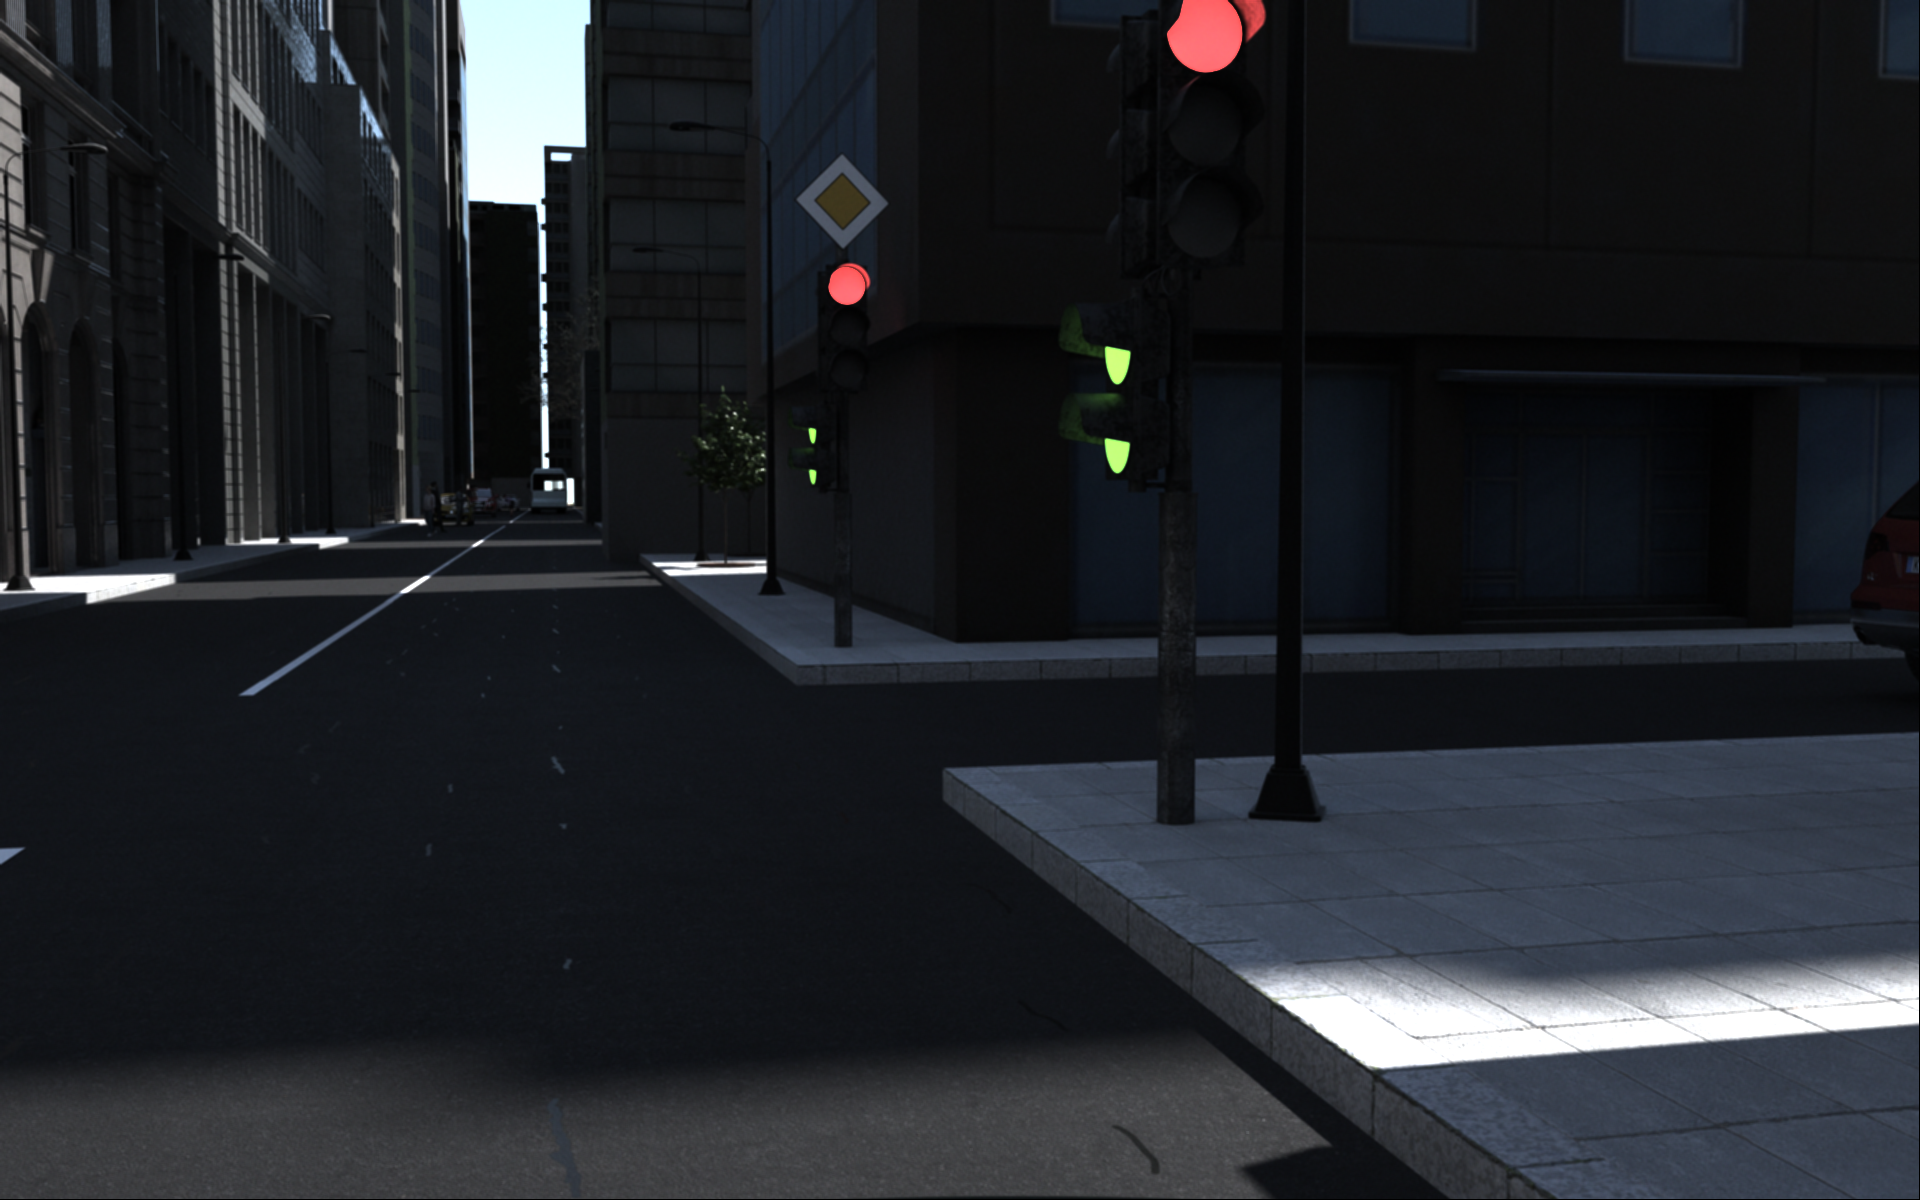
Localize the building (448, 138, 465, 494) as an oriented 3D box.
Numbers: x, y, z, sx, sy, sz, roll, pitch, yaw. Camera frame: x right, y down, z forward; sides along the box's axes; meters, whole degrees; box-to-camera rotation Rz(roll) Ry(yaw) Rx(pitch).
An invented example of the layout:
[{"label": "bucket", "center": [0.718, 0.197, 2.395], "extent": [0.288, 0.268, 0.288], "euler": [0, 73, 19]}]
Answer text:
[{"label": "building", "center": [-46.000, -22.109, 133.183], "extent": [14.160, 30.474, 14.107], "euler": [-1, 4, -13]}]

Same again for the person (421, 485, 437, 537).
[{"label": "person", "center": [-17.892, -3.014, 58.452], "extent": [0.731, 1.740, 0.598], "euler": [2, 4, 24]}]

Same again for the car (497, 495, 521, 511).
[{"label": "car", "center": [-38.715, -8.326, 148.486], "extent": [2.083, 1.381, 4.827], "euler": [-1, 4, -13]}]

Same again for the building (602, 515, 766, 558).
[{"label": "building", "center": [-2.176, -22.026, 43.724], "extent": [14.154, 41.232, 14.086], "euler": [-1, 4, -13]}]

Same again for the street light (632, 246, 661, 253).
[{"label": "street light", "center": [-5.446, -3.680, 32.712], "extent": [1.470, 5.913, 1.316], "euler": [-1, 4, -13]}]

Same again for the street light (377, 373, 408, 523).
[{"label": "street light", "center": [-22.033, -5.727, 66.185], "extent": [1.470, 5.913, 1.316], "euler": [-1, 4, -13]}]

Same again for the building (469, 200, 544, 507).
[{"label": "building", "center": [-49.002, -24.548, 173.064], "extent": [14.107, 30.474, 14.160], "euler": [-1, 4, -13]}]

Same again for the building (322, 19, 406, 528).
[{"label": "building", "center": [-29.259, -13.269, 71.693], "extent": [10.420, 20.320, 16.860], "euler": [-1, 4, -13]}]

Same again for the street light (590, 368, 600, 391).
[{"label": "street light", "center": [-12.820, -5.610, 64.269], "extent": [1.470, 5.913, 1.316], "euler": [-1, 4, -13]}]

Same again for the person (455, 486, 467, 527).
[{"label": "person", "center": [-22.066, -4.155, 76.621], "extent": [0.466, 1.800, 0.511], "euler": [0, 4, -1]}]

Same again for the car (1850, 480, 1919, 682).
[{"label": "car", "center": [8.817, -0.196, 11.871], "extent": [5.304, 1.827, 2.281], "euler": [-1, 4, -14]}]

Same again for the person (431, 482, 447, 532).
[{"label": "person", "center": [-19.655, -3.498, 65.058], "extent": [0.648, 1.900, 0.474], "euler": [2, 4, 25]}]

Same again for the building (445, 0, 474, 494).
[{"label": "building", "center": [-50.091, -30.563, 149.819], "extent": [14.200, 45.320, 14.600], "euler": [-1, 4, -13]}]

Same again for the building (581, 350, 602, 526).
[{"label": "building", "center": [-4.809, -46.506, 73.037], "extent": [22.319, 86.520, 31.000], "euler": [-1, 4, -13]}]

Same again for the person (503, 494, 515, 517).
[{"label": "person", "center": [-27.696, -5.788, 106.371], "extent": [0.697, 1.427, 0.421], "euler": [-1, 4, -12]}]

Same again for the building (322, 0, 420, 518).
[{"label": "building", "center": [-36.333, -24.866, 90.160], "extent": [14.154, 41.232, 14.086], "euler": [-1, 4, -13]}]

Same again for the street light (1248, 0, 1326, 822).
[{"label": "street light", "center": [0.783, -2.085, 6.639], "extent": [1.470, 5.913, 1.316], "euler": [-1, 4, -13]}]

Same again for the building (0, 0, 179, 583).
[{"label": "building", "center": [-19.192, -11.034, 22.202], "extent": [13.314, 21.916, 24.055], "euler": [-1, 4, -13]}]

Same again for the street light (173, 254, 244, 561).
[{"label": "street light", "center": [-14.531, -3.729, 33.518], "extent": [1.470, 5.913, 1.316], "euler": [-1, 4, -13]}]

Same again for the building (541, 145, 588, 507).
[{"label": "building", "center": [-32.600, -30.237, 186.249], "extent": [23.993, 40.220, 32.217], "euler": [-1, 4, -13]}]

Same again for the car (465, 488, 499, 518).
[{"label": "car", "center": [-29.388, -5.948, 105.929], "extent": [2.281, 1.827, 5.304], "euler": [-1, 4, -14]}]

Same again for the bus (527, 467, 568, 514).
[{"label": "bus", "center": [-31.086, -8.299, 130.545], "extent": [2.948, 3.499, 13.247], "euler": [-1, 4, -14]}]

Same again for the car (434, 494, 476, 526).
[{"label": "car", "center": [-23.057, -4.199, 78.870], "extent": [2.015, 1.641, 3.980], "euler": [-1, 4, -13]}]

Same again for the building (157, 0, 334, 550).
[{"label": "building", "center": [-25.346, -16.569, 48.401], "extent": [11.434, 29.767, 29.804], "euler": [-1, 4, -13]}]

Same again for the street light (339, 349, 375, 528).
[{"label": "street light", "center": [-19.633, -5.071, 55.446], "extent": [1.470, 5.913, 1.316], "euler": [-1, 4, -13]}]

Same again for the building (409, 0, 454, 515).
[{"label": "building", "center": [-44.444, -34.768, 110.449], "extent": [21.231, 58.520, 28.212], "euler": [-1, 4, -13]}]

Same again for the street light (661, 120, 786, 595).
[{"label": "street light", "center": [-2.931, -3.013, 21.808], "extent": [1.470, 5.913, 1.316], "euler": [-1, 4, -13]}]

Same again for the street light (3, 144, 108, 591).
[{"label": "street light", "center": [-12.004, -3.087, 23.015], "extent": [1.470, 5.913, 1.316], "euler": [-1, 4, -13]}]

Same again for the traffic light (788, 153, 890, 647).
[{"label": "traffic light", "center": [-0.999, -1.560, 14.435], "extent": [0.839, 4.253, 0.868], "euler": [-1, 4, -13]}]

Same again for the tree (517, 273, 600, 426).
[{"label": "tree", "center": [-18.740, -11.210, 93.652], "extent": [12.009, 13.543, 11.850], "euler": [0, 3, 0]}]

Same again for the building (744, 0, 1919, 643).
[{"label": "building", "center": [4.998, -22.709, 21.405], "extent": [14.200, 45.320, 14.600], "euler": [-1, 4, -13]}]

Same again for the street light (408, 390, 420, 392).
[{"label": "street light", "center": [-24.669, -6.389, 76.996], "extent": [1.470, 5.913, 1.316], "euler": [-1, 4, -13]}]

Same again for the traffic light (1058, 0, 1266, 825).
[{"label": "traffic light", "center": [0.825, -1.085, 6.660], "extent": [0.839, 4.253, 0.868], "euler": [-1, 4, -13]}]

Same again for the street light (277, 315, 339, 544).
[{"label": "street light", "center": [-17.033, -4.429, 44.961], "extent": [1.470, 5.913, 1.316], "euler": [-1, 4, -13]}]

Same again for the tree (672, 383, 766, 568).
[{"label": "tree", "center": [-4.263, -2.196, 30.501], "extent": [1.663, 3.219, 1.824], "euler": [0, 3, 0]}]
